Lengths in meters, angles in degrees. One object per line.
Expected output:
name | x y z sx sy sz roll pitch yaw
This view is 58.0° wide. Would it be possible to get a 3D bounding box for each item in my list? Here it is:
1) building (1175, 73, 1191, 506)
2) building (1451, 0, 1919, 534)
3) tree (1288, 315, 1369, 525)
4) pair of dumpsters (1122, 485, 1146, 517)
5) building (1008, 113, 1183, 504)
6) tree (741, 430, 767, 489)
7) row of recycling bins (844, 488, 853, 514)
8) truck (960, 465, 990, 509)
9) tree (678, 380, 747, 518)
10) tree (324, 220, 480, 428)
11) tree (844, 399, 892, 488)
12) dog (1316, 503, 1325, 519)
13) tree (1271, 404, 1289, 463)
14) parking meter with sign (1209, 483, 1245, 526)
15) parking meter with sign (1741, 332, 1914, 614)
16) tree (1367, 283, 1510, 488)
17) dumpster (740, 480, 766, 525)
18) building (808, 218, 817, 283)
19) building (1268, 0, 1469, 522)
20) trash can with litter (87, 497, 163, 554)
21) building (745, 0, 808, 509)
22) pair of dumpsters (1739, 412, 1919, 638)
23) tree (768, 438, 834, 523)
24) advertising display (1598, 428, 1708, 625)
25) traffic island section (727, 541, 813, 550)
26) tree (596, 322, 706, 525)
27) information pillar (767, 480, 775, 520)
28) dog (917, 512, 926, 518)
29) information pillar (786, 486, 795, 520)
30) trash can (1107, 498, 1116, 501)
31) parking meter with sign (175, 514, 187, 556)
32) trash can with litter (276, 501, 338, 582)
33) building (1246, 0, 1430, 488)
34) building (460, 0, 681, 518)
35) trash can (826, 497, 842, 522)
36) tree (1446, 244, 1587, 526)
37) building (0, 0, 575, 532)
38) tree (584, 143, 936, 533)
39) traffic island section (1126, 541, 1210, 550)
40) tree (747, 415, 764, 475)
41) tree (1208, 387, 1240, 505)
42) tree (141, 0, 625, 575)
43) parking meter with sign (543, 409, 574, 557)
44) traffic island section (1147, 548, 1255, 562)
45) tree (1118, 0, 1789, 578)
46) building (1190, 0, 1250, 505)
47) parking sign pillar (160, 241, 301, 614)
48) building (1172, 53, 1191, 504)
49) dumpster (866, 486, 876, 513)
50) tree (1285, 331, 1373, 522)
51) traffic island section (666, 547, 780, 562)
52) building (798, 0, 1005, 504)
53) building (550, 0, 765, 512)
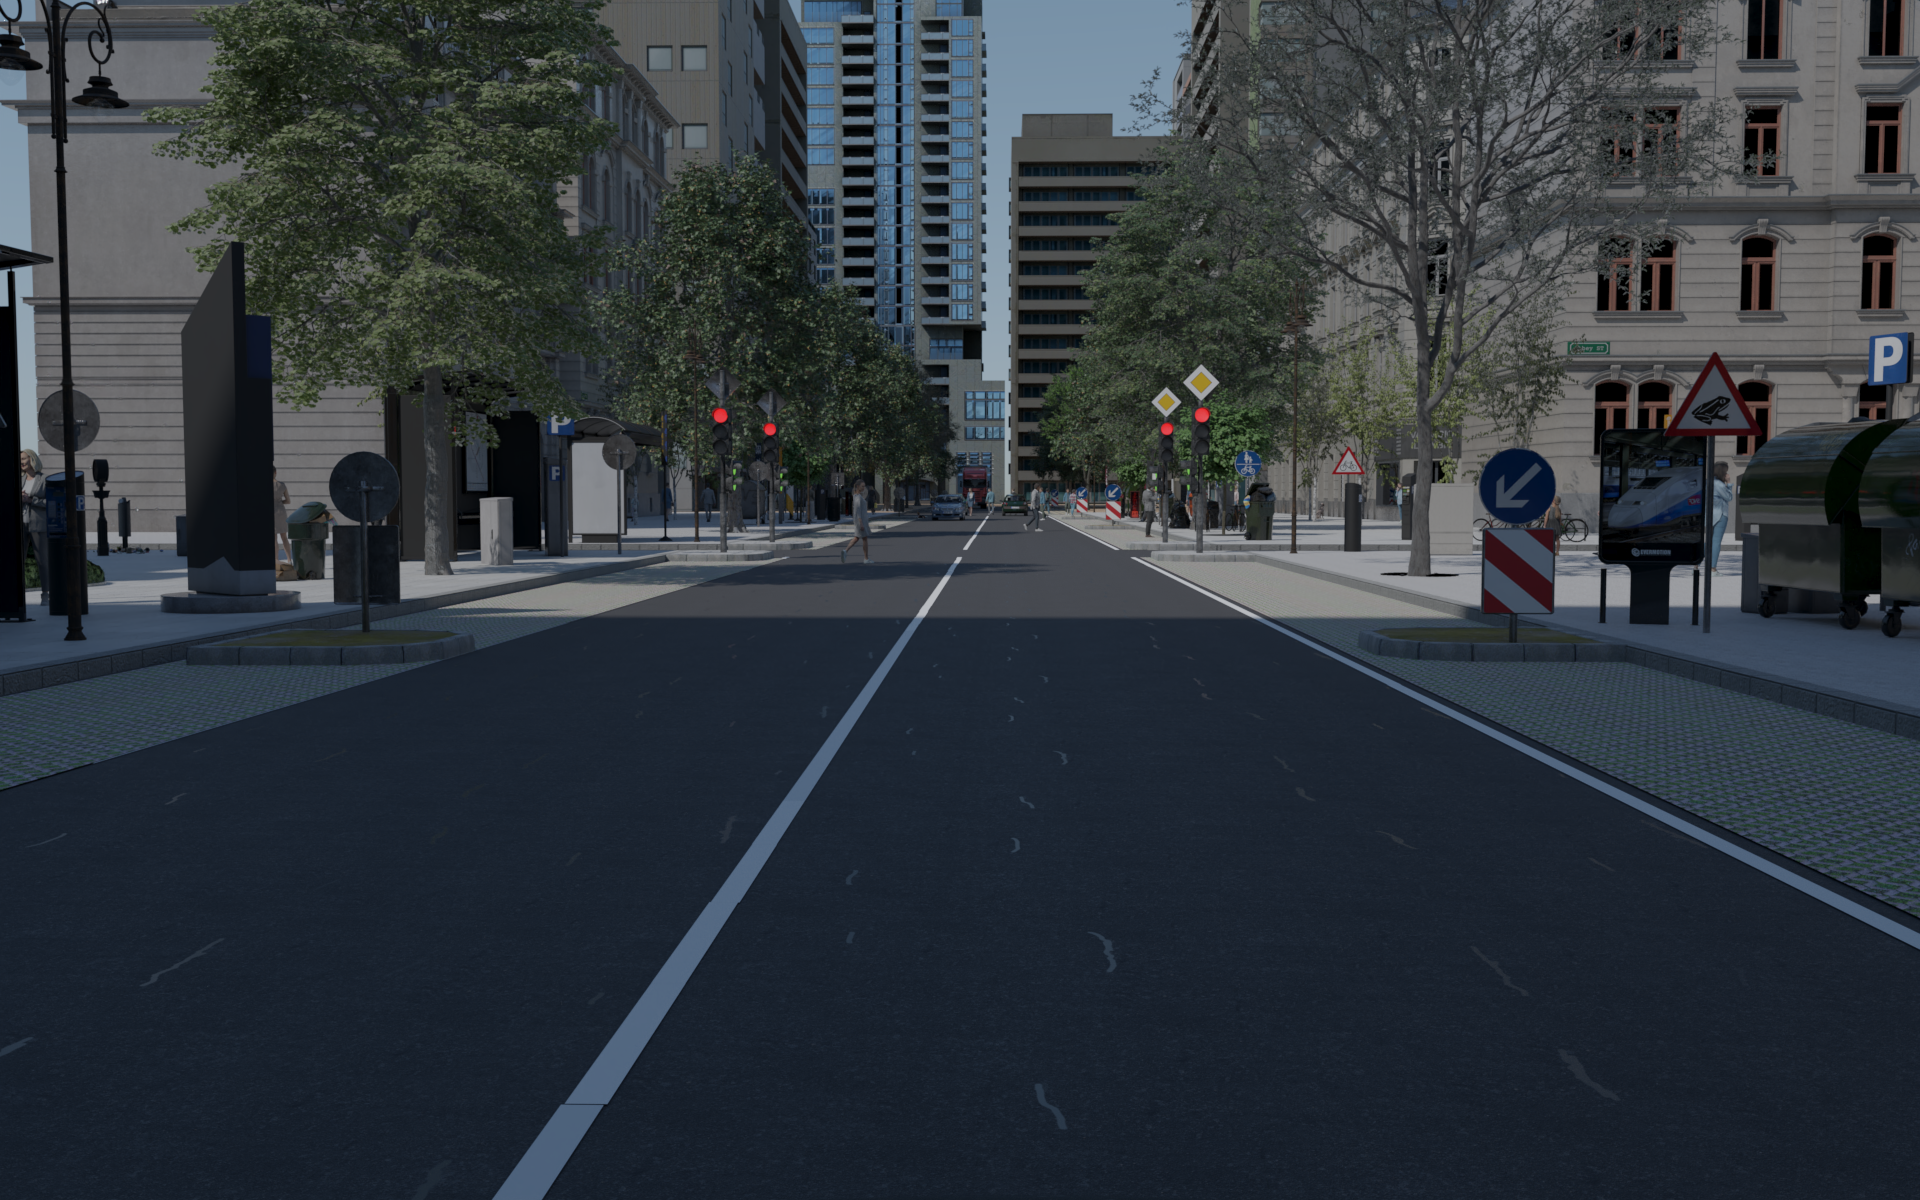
building | 33.372 -31.519 169.966 22.147 44.769 28.867 0 4 1
building | 30.815 -16.766 61.515 23.554 28.519 14.401 0 4 1
tree | 16.595 -7.374 70.928 4.737 8.622 4.395 0 3 0
pair of dumpsters | 9.944 -5.743 96.399 1.574 2.255 4.437 0 4 1
building | 17.071 -36.707 223.865 21.600 48.544 21.300 0 4 1
tree | -13.389 -9.789 110.413 4.360 8.622 3.978 0 3 0
row of recycling bins | -6.998 -6.354 111.005 1.069 1.692 3.534 -2 4 -24
truck | 1.494 -11.142 171.079 2.839 4.237 11.283 0 4 1
tree | -14.162 -8.690 92.449 4.737 8.622 4.395 0 3 0
tree | -15.314 -5.949 47.628 4.737 8.622 4.395 0 3 0
tree | -6.475 -10.002 113.887 4.360 8.622 3.978 0 3 0
dog | 18.519 -4.608 89.722 0.800 0.831 0.513 0 4 3
tree | 17.085 -8.262 85.447 4.737 8.622 4.395 0 3 0
parking meter with sign | 10.590 -4.448 68.991 1.738 3.016 0.543 -2 4 -32
parking meter with sign | 9.333 -1.373 18.714 1.738 3.016 0.543 -1 4 -15
tree | 16.437 -6.617 58.548 4.737 8.622 4.395 0 3 0
dumpster | -8.879 -4.094 72.691 1.264 1.857 1.865 0 4 2
building | -22.053 -24.922 179.182 14.107 30.474 14.160 0 4 1
building | 28.743 -19.672 98.051 17.030 29.872 44.131 0 4 1
trash can with litter | -18.305 -1.636 37.803 1.678 1.210 2.233 -2 4 -32
building | -25.784 -32.783 159.697 21.300 48.544 21.600 0 4 1
pair of dumpsters | 8.848 -0.818 15.867 1.574 2.255 4.437 0 4 1
tree | -7.187 -5.750 77.723 4.285 4.588 4.351 0 3 0
advertising display | 6.794 -0.722 17.024 0.974 1.923 0.123 1 4 19
traffic island section | -5.003 -1.448 45.955 2.009 0.180 2.903 0 4 1
tree | -13.175 -7.388 71.153 4.360 8.622 3.978 0 3 0
information pillar | -9.253 -4.917 84.881 0.304 2.012 0.304 -3 5 -39
dog | -2.286 -5.000 101.947 0.748 0.427 0.550 2 4 34
information pillar | -8.408 -5.764 85.595 0.183 3.616 0.504 2 4 33
trash can | 8.691 -5.324 98.706 0.748 1.137 0.748 0 3 0
parking meter with sign | -15.237 -2.408 35.629 1.738 3.016 0.543 0 4 1
trash can with litter | -9.819 -0.878 25.743 0.624 1.170 1.055 1 4 22
building | 27.977 -27.132 127.198 14.154 41.232 14.086 0 4 1
building | -24.021 -18.733 93.667 14.401 28.519 23.554 0 4 1
trash can | -5.885 -4.226 80.751 0.748 1.137 0.748 0 3 0
tree | 16.658 -6.195 51.654 4.360 8.622 3.978 0 3 0
building | -24.785 -13.894 68.970 13.314 21.916 24.055 0 4 1
tree | -7.536 -8.572 57.163 9.611 12.733 9.660 0 3 0
traffic island section | 5.435 -1.432 45.692 2.009 0.180 2.903 0 4 1
tree | -12.565 -9.150 99.966 4.737 8.622 4.395 0 3 0
tree | 17.545 -10.239 117.768 4.360 8.622 3.978 0 3 0
tree | -8.555 -6.646 26.791 7.486 12.596 7.792 0 3 0
parking meter with sign | -8.376 -2.428 35.954 0.543 3.016 1.738 -1 4 -20
traffic island section | 5.237 -0.944 37.709 2.009 0.180 2.903 0 4 1
tree | 7.316 -7.109 26.599 12.009 13.543 11.850 0 3 0
building | 31.008 -31.866 144.715 21.300 48.544 21.600 0 4 1
parking sign pillar | -8.091 -1.875 19.129 1.447 3.967 1.447 3 5 42
building | 42.231 -41.700 223.788 28.212 58.520 21.231 0 4 1
dumpster | -6.471 -6.933 119.120 1.264 1.857 1.865 0 4 2
tree | 16.447 -7.872 79.064 4.360 8.622 3.978 0 3 0
traffic island section | -5.201 -0.960 37.973 2.009 0.180 2.903 0 4 1
building | -9.629 -55.787 224.791 31.000 86.520 22.319 0 4 1
building | -30.010 -33.390 135.157 28.713 52.752 27.495 0 4 1
